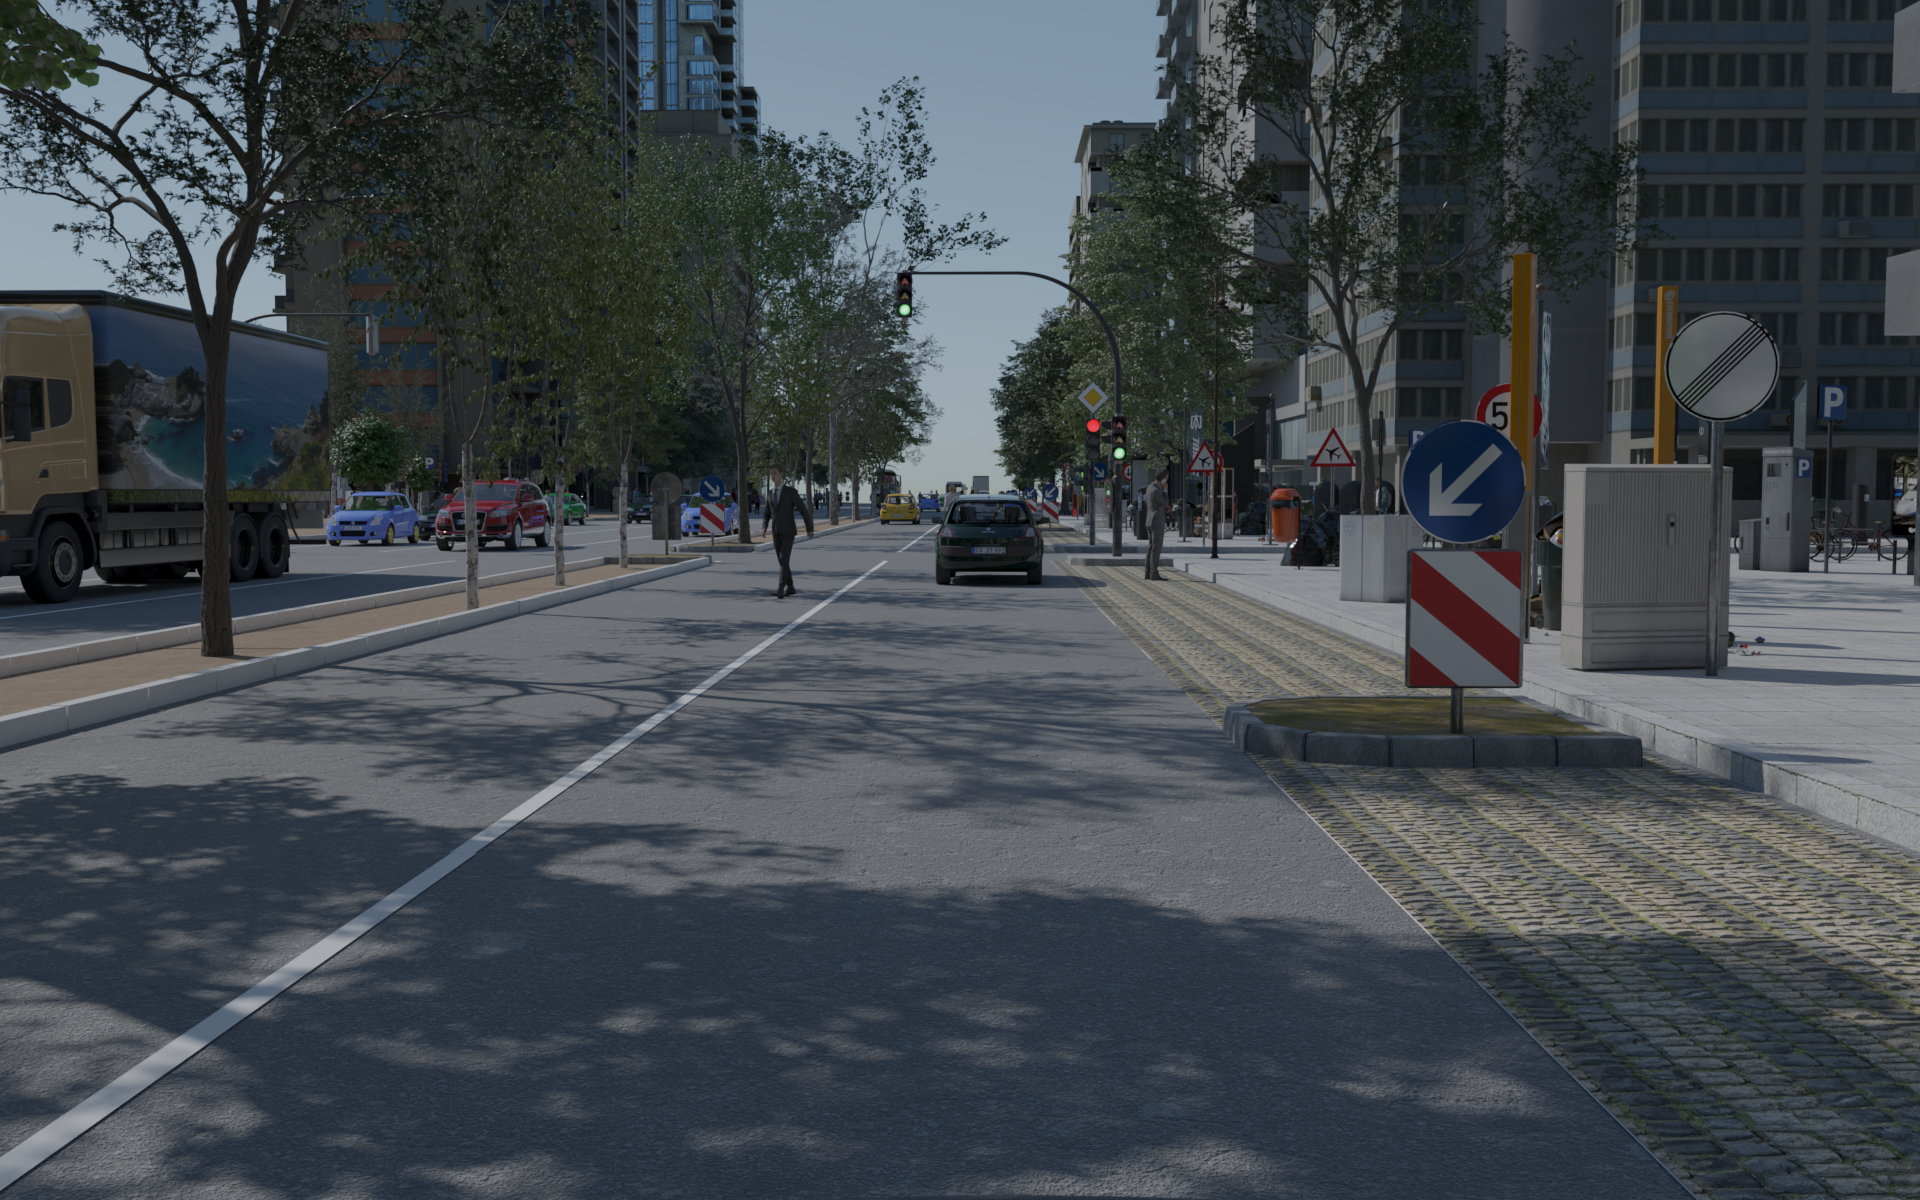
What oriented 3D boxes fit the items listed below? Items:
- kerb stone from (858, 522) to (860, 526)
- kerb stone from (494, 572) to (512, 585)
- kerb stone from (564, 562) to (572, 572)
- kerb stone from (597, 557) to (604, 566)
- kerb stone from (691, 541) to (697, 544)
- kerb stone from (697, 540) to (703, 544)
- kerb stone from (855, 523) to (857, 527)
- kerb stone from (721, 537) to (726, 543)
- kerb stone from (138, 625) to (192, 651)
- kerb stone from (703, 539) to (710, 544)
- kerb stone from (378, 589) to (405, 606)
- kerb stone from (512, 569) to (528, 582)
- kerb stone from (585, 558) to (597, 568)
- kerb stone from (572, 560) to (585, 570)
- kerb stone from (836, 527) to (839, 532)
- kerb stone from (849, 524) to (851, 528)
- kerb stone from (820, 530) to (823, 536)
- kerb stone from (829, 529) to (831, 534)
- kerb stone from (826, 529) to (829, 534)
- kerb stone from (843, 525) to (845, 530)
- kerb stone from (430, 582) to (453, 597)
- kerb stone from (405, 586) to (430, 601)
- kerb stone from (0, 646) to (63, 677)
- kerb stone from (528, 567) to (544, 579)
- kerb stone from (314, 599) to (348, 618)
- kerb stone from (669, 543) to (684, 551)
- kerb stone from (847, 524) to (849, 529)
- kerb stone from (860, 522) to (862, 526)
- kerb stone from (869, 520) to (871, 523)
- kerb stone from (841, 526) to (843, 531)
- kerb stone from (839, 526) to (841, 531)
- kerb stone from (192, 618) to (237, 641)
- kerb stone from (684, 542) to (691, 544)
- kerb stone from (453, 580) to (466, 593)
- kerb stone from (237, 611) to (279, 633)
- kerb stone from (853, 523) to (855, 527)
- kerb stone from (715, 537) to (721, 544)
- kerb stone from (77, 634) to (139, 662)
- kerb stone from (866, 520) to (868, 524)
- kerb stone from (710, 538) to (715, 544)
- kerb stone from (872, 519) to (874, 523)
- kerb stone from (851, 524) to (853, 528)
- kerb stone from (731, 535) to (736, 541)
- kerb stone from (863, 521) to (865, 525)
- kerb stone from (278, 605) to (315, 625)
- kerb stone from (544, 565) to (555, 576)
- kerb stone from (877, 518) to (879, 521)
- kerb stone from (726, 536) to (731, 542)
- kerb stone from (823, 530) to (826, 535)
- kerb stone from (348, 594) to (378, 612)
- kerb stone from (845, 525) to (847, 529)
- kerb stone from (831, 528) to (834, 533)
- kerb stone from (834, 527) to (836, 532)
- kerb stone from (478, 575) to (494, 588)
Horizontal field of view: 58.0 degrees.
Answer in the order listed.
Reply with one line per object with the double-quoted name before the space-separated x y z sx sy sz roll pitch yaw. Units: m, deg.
"kerb stone" -4.607 -3.296 76.164 0.120 0.150 1.000 0 4 1
"kerb stone" -7.338 -0.323 27.473 0.120 0.150 1.000 0 4 1
"kerb stone" -7.294 -0.572 31.579 0.120 0.150 1.000 0 4 1
"kerb stone" -7.254 -0.761 34.654 0.120 0.150 1.000 0 4 1
"kerb stone" -7.105 -1.414 45.472 0.120 0.150 1.000 0 4 1
"kerb stone" -7.096 -1.485 46.498 0.120 0.150 1.000 0 4 1
"kerb stone" -4.629 -3.176 74.119 0.120 0.150 1.000 0 4 1
"kerb stone" -7.044 -1.737 50.598 0.120 0.150 1.000 0 4 1
"kerb stone" -7.496 0.367 16.191 0.120 0.150 1.000 0 4 1
"kerb stone" -7.082 -1.549 47.523 0.120 0.150 1.000 0 4 1
"kerb stone" -7.418 -0.009 22.350 0.120 0.150 1.000 0 4 1
"kerb stone" -7.335 -0.385 28.496 0.120 0.150 1.000 0 4 1
"kerb stone" -7.263 -0.694 33.632 0.120 0.150 1.000 0 4 1
"kerb stone" -7.284 -0.634 32.607 0.120 0.150 1.000 0 4 1
"kerb stone" -4.747 -2.607 64.902 0.120 0.150 1.000 0 4 1
"kerb stone" -4.669 -2.988 71.051 0.120 0.150 1.000 0 4 1
"kerb stone" -4.831 -2.230 58.747 0.120 0.150 1.000 0 4 1
"kerb stone" -4.791 -2.424 61.830 0.120 0.150 1.000 0 4 1
"kerb stone" -4.808 -2.362 60.808 0.120 0.150 1.000 0 4 1
"kerb stone" -4.712 -2.795 67.974 0.120 0.150 1.000 0 4 1
"kerb stone" -7.394 -0.132 24.394 0.120 0.150 1.000 0 4 1
"kerb stone" -7.409 -0.072 23.372 0.120 0.150 1.000 0 4 1
"kerb stone" -7.531 0.496 14.145 0.120 0.150 1.000 0 4 1
"kerb stone" -7.325 -0.448 29.522 0.120 0.150 1.000 0 4 1
"kerb stone" -7.446 0.117 20.291 0.120 0.150 1.000 0 4 1
"kerb stone" -7.141 -1.298 43.428 0.120 0.150 1.000 0 4 1
"kerb stone" -4.691 -2.919 70.027 0.120 0.150 1.000 0 4 1
"kerb stone" -4.593 -3.363 77.185 0.120 0.150 1.000 0 4 1
"kerb stone" -4.503 -3.737 83.332 0.120 0.150 1.000 0 4 1
"kerb stone" -4.725 -2.737 66.946 0.120 0.150 1.000 0 4 1
"kerb stone" -4.736 -2.675 65.924 0.120 0.150 1.000 0 4 1
"kerb stone" -7.487 0.304 17.218 0.120 0.150 1.000 0 4 1
"kerb stone" -7.123 -1.361 44.450 0.120 0.150 1.000 0 4 1
"kerb stone" -7.372 -0.197 25.421 0.120 0.150 1.000 0 4 1
"kerb stone" -7.467 0.245 18.240 0.120 0.150 1.000 0 4 1
"kerb stone" -4.638 -3.113 73.098 0.120 0.150 1.000 0 4 1
"kerb stone" -7.056 -1.675 49.576 0.120 0.150 1.000 0 4 1
"kerb stone" -7.518 0.430 15.169 0.120 0.150 1.000 0 4 1
"kerb stone" -4.532 -3.614 81.288 0.120 0.150 1.000 0 4 1
"kerb stone" -7.063 -1.611 48.553 0.120 0.150 1.000 0 4 1
"kerb stone" -4.478 -3.865 85.387 0.120 0.150 1.000 0 4 1
"kerb stone" -4.660 -3.051 72.076 0.120 0.150 1.000 0 4 1
"kerb stone" -7.018 -1.863 52.653 0.120 0.150 1.000 0 4 1
"kerb stone" -4.557 -3.489 79.243 0.120 0.150 1.000 0 4 1
"kerb stone" -7.459 0.181 19.268 0.120 0.150 1.000 0 4 1
"kerb stone" -7.311 -0.509 30.555 0.120 0.150 1.000 0 4 1
"kerb stone" -4.428 -4.116 89.494 0.120 0.150 1.000 0 4 1
"kerb stone" -7.023 -1.800 51.620 0.120 0.150 1.000 0 4 1
"kerb stone" -4.822 -2.298 59.775 0.120 0.150 1.000 0 4 1
"kerb stone" -7.440 0.056 21.328 0.120 0.150 1.000 0 4 1
"kerb stone" -4.695 -2.863 69.002 0.120 0.150 1.000 0 4 1
"kerb stone" -4.774 -2.484 62.859 0.120 0.150 1.000 0 4 1
"kerb stone" -4.764 -2.550 63.880 0.120 0.150 1.000 0 4 1
"kerb stone" -7.363 -0.254 26.448 0.120 0.150 1.000 0 4 1
